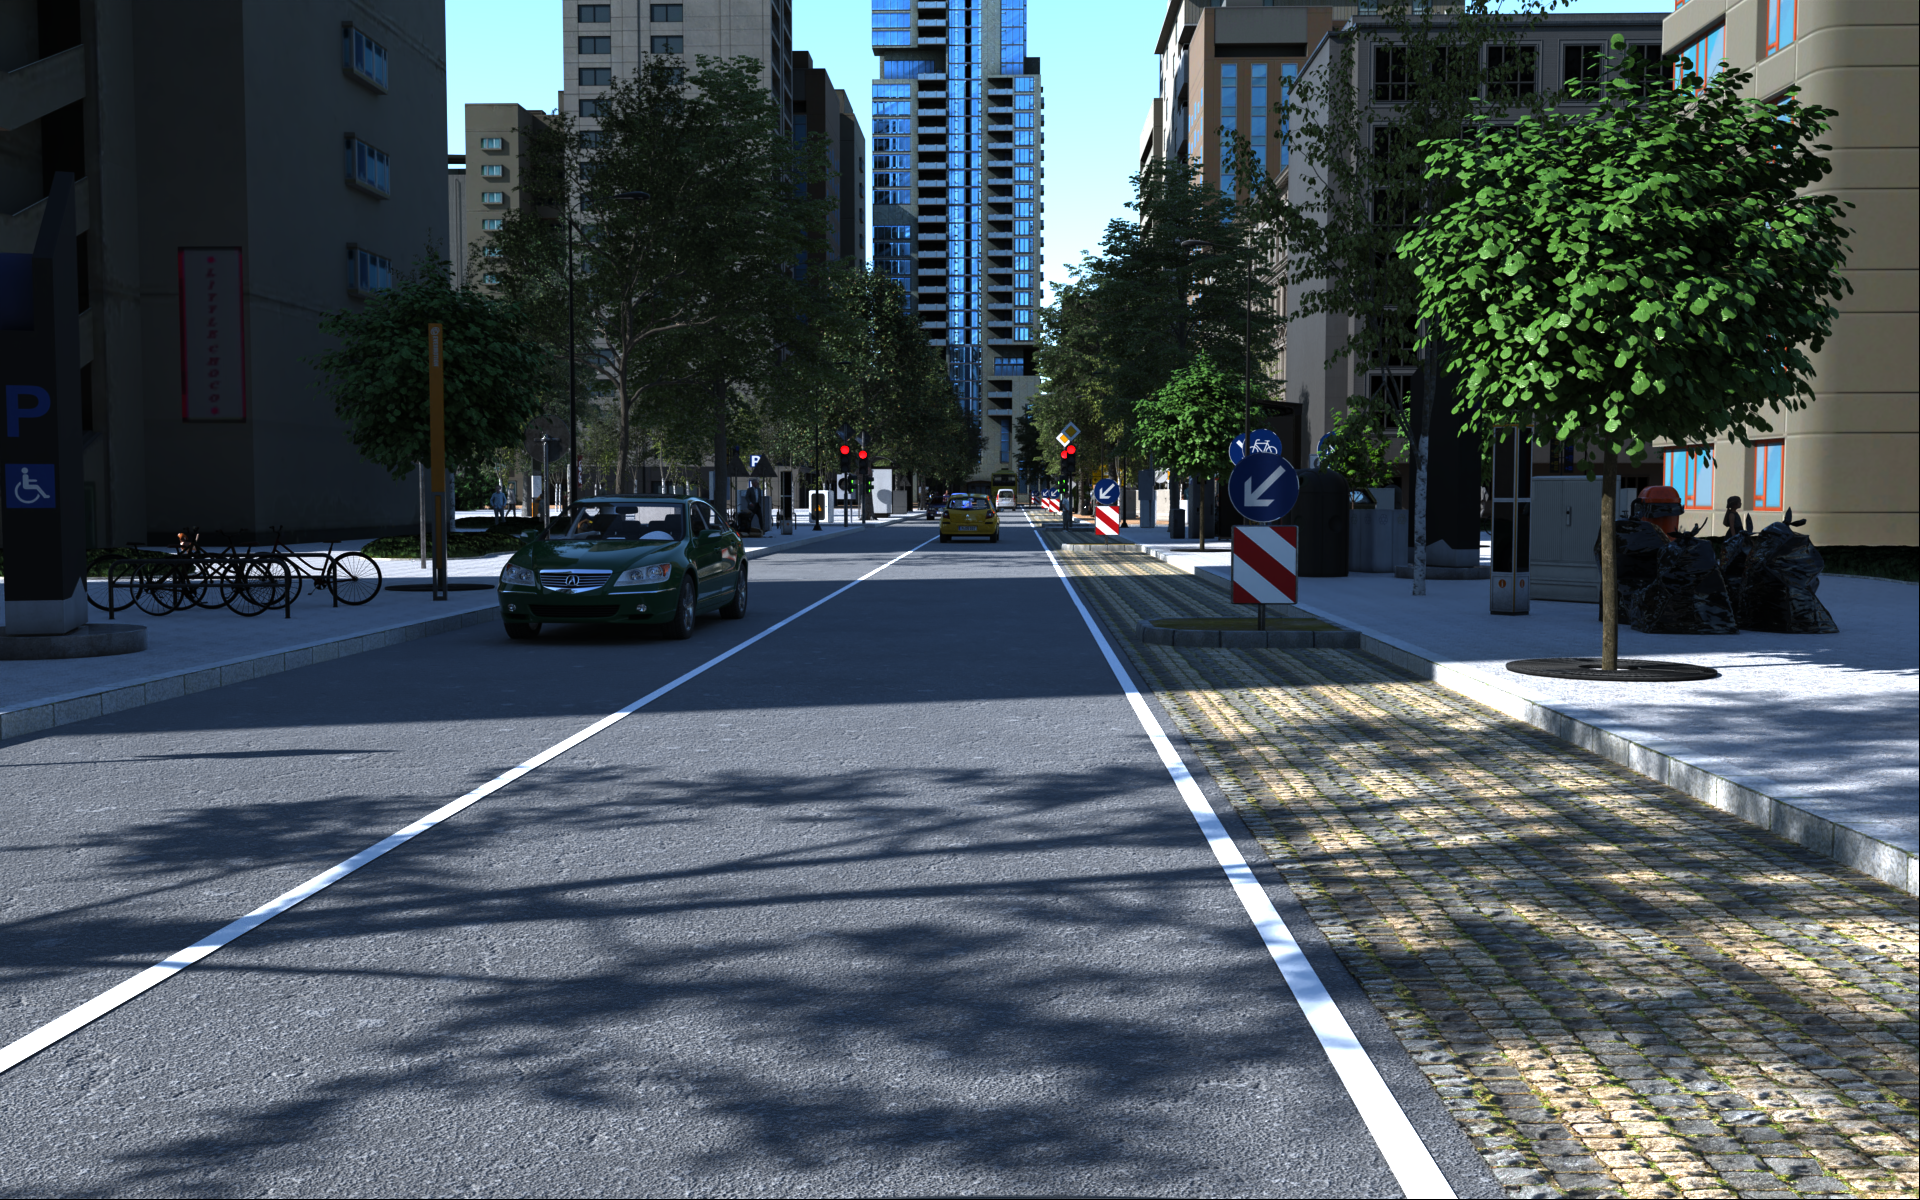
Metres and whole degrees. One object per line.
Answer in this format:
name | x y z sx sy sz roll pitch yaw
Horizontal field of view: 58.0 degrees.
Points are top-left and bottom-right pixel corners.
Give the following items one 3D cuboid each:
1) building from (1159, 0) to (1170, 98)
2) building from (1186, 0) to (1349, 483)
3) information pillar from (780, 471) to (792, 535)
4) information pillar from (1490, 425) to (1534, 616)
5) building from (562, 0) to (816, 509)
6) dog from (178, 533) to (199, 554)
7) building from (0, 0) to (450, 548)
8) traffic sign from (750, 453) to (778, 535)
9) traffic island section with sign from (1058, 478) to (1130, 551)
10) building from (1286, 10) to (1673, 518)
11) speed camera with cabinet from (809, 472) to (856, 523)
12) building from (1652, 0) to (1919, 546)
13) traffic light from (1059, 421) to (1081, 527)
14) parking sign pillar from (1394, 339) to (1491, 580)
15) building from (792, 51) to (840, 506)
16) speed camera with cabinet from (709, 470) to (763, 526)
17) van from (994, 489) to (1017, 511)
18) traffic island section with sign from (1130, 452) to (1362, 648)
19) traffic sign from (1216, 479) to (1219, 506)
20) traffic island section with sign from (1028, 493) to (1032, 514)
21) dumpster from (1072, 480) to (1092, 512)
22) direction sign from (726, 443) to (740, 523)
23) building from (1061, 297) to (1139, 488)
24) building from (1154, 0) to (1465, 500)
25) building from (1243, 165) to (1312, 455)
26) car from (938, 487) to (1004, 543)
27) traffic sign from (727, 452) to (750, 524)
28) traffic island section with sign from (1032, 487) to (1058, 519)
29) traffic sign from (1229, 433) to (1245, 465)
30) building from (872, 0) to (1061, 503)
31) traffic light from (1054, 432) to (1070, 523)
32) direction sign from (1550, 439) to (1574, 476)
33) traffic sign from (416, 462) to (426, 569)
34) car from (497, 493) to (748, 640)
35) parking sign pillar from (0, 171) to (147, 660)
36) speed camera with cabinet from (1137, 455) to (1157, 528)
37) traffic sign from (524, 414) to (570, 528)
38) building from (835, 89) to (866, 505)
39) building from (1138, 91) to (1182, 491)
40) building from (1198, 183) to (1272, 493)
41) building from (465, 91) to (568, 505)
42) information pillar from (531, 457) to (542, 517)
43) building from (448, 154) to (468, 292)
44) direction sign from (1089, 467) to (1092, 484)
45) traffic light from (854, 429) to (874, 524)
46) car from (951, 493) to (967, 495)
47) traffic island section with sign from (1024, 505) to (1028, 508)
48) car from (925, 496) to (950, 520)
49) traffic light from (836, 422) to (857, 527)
building | 39.838 -49.746 251.602 20.611 71.187 20.563 0 4 2
building | 28.244 -31.049 157.758 14.600 45.320 14.200 0 4 2
information pillar | -5.478 -3.068 54.661 0.304 2.012 0.304 -1 4 -23
information pillar | 5.849 -0.849 18.373 0.304 2.012 0.304 -3 5 -39
building | -24.116 -44.221 161.266 20.563 71.187 20.611 0 4 2
dog | -15.203 -1.059 34.145 0.540 0.507 0.406 0 4 -3
building | -27.467 -25.783 45.258 21.600 48.544 21.300 0 4 2
traffic sign | -6.186 -3.339 54.592 0.884 2.594 0.081 0 4 3
traffic island section with sign | 3.601 -2.176 44.213 1.989 1.847 2.006 0 4 2
building | 30.267 -18.202 91.109 24.014 27.812 14.314 0 4 2
speed camera with cabinet | -5.690 -5.058 77.034 2.038 3.252 0.660 1 4 20
building | 31.352 -11.290 29.628 27.650 21.520 28.899 0 4 2
traffic light | 4.253 -4.763 66.792 0.839 4.253 0.868 0 4 2
parking sign pillar | 7.409 -2.324 26.462 1.447 3.967 1.447 -1 4 -19
building | -20.001 -32.396 179.777 14.600 45.320 14.200 0 4 2
speed camera with cabinet | -8.625 -4.436 66.870 2.038 3.252 0.660 -2 4 -25
van | 3.876 -8.553 146.855 2.013 2.044 4.112 0 4 1
traffic island section with sign | 2.756 -0.510 16.967 1.989 1.847 2.006 0 4 2
traffic sign | 9.702 -3.986 65.269 0.768 2.556 0.104 0 4 4
traffic island section with sign | 6.150 -7.240 126.993 1.989 1.847 2.006 0 4 2
dumpster | 8.465 -7.238 120.843 1.502 2.255 1.985 0 4 2
direction sign | -10.252 -5.231 77.525 0.876 3.537 0.379 -3 4 -37
building | 21.612 -29.307 250.869 14.107 30.474 14.160 0 4 2
building | 35.300 -36.018 178.131 28.713 52.752 27.495 0 4 2
building | 24.546 -17.158 109.407 11.050 23.489 19.941 0 4 2
car | 0.313 -2.570 52.247 2.015 1.641 3.980 0 4 3
traffic sign | -6.936 -3.283 53.677 0.884 2.594 0.081 0 4 4
traffic island section with sign | 5.322 -5.585 99.937 1.989 1.847 2.006 0 4 2
traffic sign | 5.976 -2.198 36.050 0.768 2.556 0.104 1 4 11
building | -0.784 -57.611 254.612 31.000 86.520 22.319 0 4 2
traffic light | 4.500 -5.251 74.774 0.839 4.253 0.868 0 4 2
direction sign | 22.157 -4.394 63.831 0.876 3.537 0.379 0 4 -3
traffic sign | -9.229 -1.811 29.720 0.768 2.556 0.104 1 4 9
car | -3.485 -0.417 18.622 2.131 1.459 4.920 0 4 4
parking sign pillar | -7.391 -1.558 13.939 1.447 3.967 1.447 -1 4 -19
speed camera with cabinet | 7.090 -4.356 65.561 0.660 3.252 2.038 1 4 10
traffic sign | -6.610 -1.688 27.698 0.768 2.556 0.104 0 4 3
building | -22.519 -35.558 205.070 21.600 48.544 21.300 0 4 2
building | 32.385 -35.423 202.863 21.300 48.544 21.600 0 4 2
building | 27.759 -18.414 134.354 16.112 22.955 30.059 0 4 2
building | -44.722 -35.580 205.440 21.600 48.544 21.300 0 4 2
information pillar | -19.134 -5.313 78.228 0.183 3.616 0.504 3 5 40
building | -63.180 -32.220 210.385 14.086 41.232 14.154 0 4 2
direction sign | 10.894 -9.061 140.151 0.876 3.537 0.379 -1 4 -11
traffic light | -4.158 -5.266 75.025 0.839 4.253 0.868 0 4 2
car | -0.022 -6.766 120.215 1.945 1.707 3.694 0 4 2
traffic island section with sign | 7.711 -10.298 176.998 1.989 1.847 2.006 0 4 2
car | -0.898 -5.059 95.296 1.945 1.354 3.894 0 4 3
traffic light | -4.405 -4.778 67.043 0.839 4.253 0.868 0 4 2
